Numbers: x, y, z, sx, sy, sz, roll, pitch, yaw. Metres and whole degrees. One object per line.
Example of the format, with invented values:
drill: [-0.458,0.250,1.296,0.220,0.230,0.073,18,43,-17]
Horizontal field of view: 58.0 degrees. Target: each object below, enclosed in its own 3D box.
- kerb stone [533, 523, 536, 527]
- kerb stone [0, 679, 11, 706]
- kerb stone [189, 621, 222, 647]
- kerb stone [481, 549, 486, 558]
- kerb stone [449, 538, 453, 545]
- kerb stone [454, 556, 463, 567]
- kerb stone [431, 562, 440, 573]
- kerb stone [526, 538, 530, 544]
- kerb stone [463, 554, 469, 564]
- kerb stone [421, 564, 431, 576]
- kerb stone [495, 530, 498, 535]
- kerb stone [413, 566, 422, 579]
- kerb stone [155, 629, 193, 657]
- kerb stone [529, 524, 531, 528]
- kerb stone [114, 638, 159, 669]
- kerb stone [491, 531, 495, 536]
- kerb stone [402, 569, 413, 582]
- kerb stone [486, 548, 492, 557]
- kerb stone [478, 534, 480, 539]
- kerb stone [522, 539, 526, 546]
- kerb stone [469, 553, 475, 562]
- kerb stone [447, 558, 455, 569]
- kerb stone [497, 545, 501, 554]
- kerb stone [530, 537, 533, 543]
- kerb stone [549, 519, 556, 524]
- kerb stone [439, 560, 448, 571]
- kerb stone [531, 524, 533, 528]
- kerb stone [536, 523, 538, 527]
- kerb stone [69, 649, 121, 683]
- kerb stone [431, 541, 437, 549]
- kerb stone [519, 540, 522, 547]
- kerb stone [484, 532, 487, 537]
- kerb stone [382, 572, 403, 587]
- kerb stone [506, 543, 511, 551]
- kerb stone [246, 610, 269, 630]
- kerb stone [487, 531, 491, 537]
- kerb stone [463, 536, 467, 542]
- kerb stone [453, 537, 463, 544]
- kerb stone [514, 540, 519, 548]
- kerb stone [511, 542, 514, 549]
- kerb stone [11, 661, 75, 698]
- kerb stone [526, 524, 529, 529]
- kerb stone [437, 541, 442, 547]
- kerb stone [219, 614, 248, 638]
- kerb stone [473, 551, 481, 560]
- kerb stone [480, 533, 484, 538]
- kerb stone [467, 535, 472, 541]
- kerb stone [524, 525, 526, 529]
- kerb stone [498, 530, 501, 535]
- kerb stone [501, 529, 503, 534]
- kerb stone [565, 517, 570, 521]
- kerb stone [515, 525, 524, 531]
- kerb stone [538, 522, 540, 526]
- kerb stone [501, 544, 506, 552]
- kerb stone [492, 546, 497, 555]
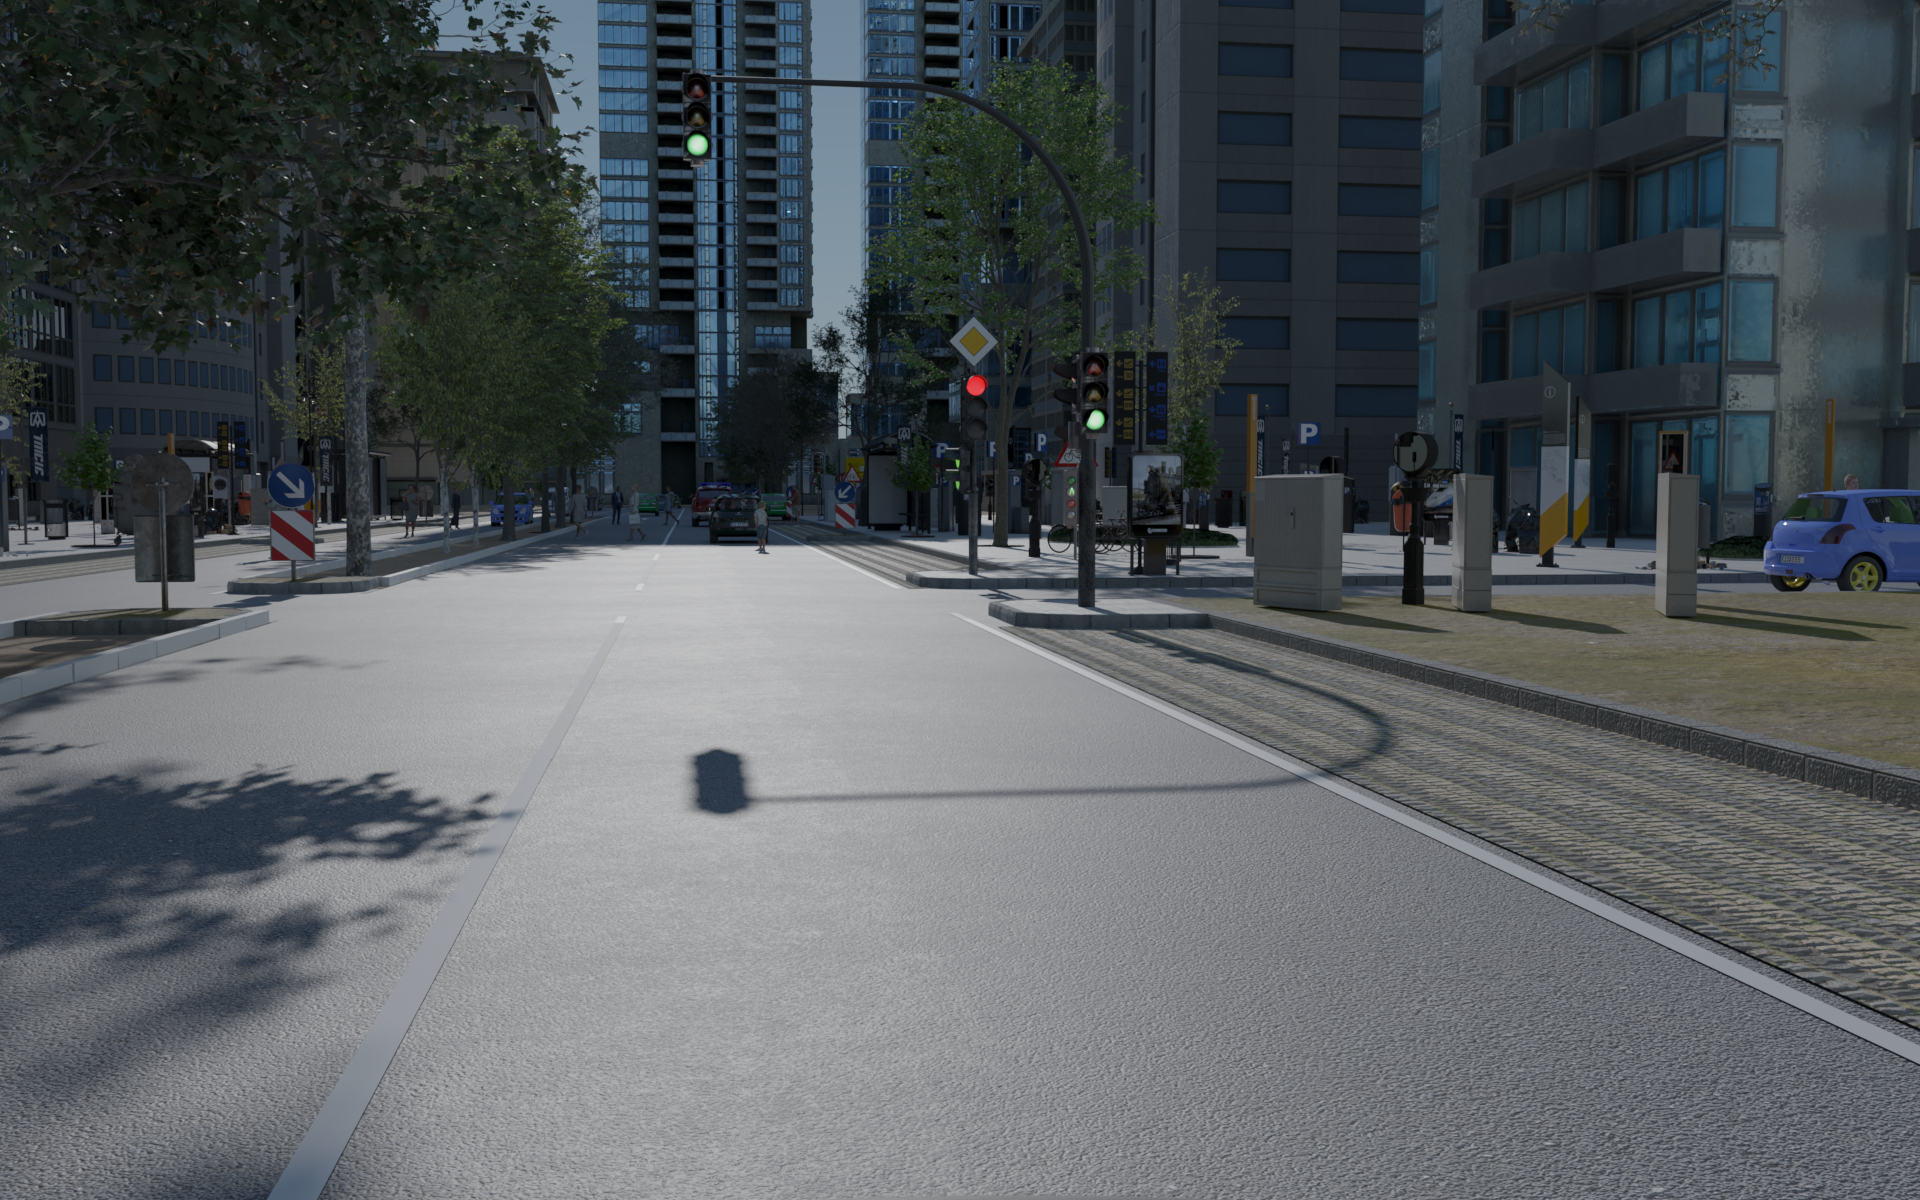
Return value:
kerb stone: [-18.244,-3.143,73.587,0.120,0.150,1.000,-1,4,-9]
kerb stone: [-6.540,0.653,11.596,0.120,0.150,1.000,-1,4,-9]
kerb stone: [-7.323,0.342,16.650,0.120,0.150,1.000,-1,4,-9]
kerb stone: [-10.691,-0.993,38.439,0.120,0.150,1.000,-1,4,-9]
kerb stone: [-14.323,-1.590,48.243,0.120,0.150,1.000,-1,4,-9]
kerb stone: [-10.058,-0.746,34.398,0.120,0.150,1.000,-1,4,-9]
kerb stone: [-9.600,-0.560,31.356,0.120,0.150,1.000,-1,4,-9]
kerb stone: [-12.252,-1.612,48.568,0.120,0.150,1.000,-1,4,-9]
kerb stone: [-10.221,-0.808,35.408,0.120,0.150,1.000,-1,4,-9]
kerb stone: [-9.440,-0.498,30.334,0.120,0.150,1.000,-1,4,-9]
kerb stone: [-16.051,-2.275,59.391,0.120,0.150,1.000,-1,4,-9]
kerb stone: [-9.285,-0.434,29.313,0.120,0.150,1.000,-1,4,-9]
kerb stone: [-7.160,0.401,15.640,0.120,0.150,1.000,-1,4,-9]
kerb stone: [-17.936,-3.018,71.553,0.120,0.150,1.000,-1,4,-9]
kerb stone: [-7.004,0.463,14.630,0.120,0.150,1.000,-1,4,-9]
kerb stone: [-15.892,-2.211,58.381,0.120,0.150,1.000,-1,4,-9]
kerb stone: [-9.121,-0.373,28.298,0.120,0.150,1.000,-1,4,-9]
kerb stone: [-10.846,-1.055,39.449,0.120,0.150,1.000,-1,4,-9]
kerb stone: [-15.270,-1.966,54.333,0.120,0.150,1.000,-1,4,-9]
kerb stone: [-12.097,-1.551,47.548,0.120,0.150,1.000,-1,4,-9]
kerb stone: [-10.378,-0.861,36.419,0.120,0.150,1.000,-1,4,-9]
kerb stone: [-9.907,-0.684,33.384,0.120,0.150,1.000,-1,4,-9]
kerb stone: [-11.160,-1.179,41.476,0.120,0.150,1.000,-1,4,-9]
kerb stone: [-12.413,-1.675,49.577,0.120,0.150,1.000,-1,4,-9]
kerb stone: [-20.132,-3.882,85.751,0.120,0.150,1.000,-1,4,-9]
kerb stone: [-9.756,-0.622,32.370,0.120,0.150,1.000,-1,4,-9]
kerb stone: [-18.087,-3.081,72.564,0.120,0.150,1.000,-1,4,-9]
kerb stone: [-18.405,-3.205,74.597,0.120,0.150,1.000,-1,4,-9]
kerb stone: [-6.848,0.525,13.616,0.120,0.150,1.000,-1,4,-9]
kerb stone: [-13.859,-1.407,45.204,0.120,0.150,1.000,-1,4,-9]
kerb stone: [-11.942,-1.489,46.536,0.120,0.150,1.000,-1,4,-9]
kerb stone: [-15.589,-2.085,56.356,0.120,0.150,1.000,-1,4,-9]
kerb stone: [-8.966,-0.311,27.288,0.120,0.150,1.000,-1,4,-9]
kerb stone: [-11.467,-1.302,43.504,0.120,0.150,1.000,-1,4,-9]
kerb stone: [-7.631,0.219,18.671,0.120,0.150,1.000,-1,4,-9]
kerb stone: [-15.740,-2.145,57.367,0.120,0.150,1.000,-1,4,-9]
kerb stone: [-14.801,-1.779,51.280,0.120,0.150,1.000,-1,4,-9]
kerb stone: [-14.635,-1.716,50.264,0.120,0.150,1.000,-1,4,-9]
kerb stone: [-11.783,-1.427,45.524,0.120,0.150,1.000,-1,4,-9]
kerb stone: [-11.632,-1.363,44.513,0.120,0.150,1.000,-1,4,-9]
kerb stone: [-6.700,0.587,12.605,0.120,0.150,1.000,-1,4,-9]
kerb stone: [-17.772,-2.953,70.542,0.120,0.150,1.000,-1,4,-9]
kerb stone: [-14.018,-1.469,46.214,0.120,0.150,1.000,-1,4,-9]
kerb stone: [-7.474,0.277,17.660,0.120,0.150,1.000,-1,4,-9]
kerb stone: [-10.536,-0.932,37.428,0.120,0.150,1.000,-1,4,-9]
kerb stone: [-15.430,-2.028,55.346,0.120,0.150,1.000,-1,4,-9]
kerb stone: [-14.951,-1.841,52.299,0.120,0.150,1.000,-1,4,-9]
kerb stone: [-17.620,-2.888,69.530,0.120,0.150,1.000,-1,4,-9]
kerb stone: [-16.213,-2.337,60.401,0.120,0.150,1.000,-1,4,-9]
kerb stone: [-16.361,-2.393,61.413,0.120,0.150,1.000,-1,4,-9]
kerb stone: [-21.843,-4.569,96.897,0.120,0.150,1.000,-1,4,-9]
kerb stone: [-17.460,-2.833,68.519,0.120,0.150,1.000,-1,4,-9]
kerb stone: [-18.563,-3.267,75.607,0.120,0.150,1.000,-1,4,-9]
kerb stone: [-11.318,-1.241,42.493,0.120,0.150,1.000,-1,4,-9]
kerb stone: [-11.002,-1.117,40.460,0.120,0.150,1.000,-1,4,-9]
